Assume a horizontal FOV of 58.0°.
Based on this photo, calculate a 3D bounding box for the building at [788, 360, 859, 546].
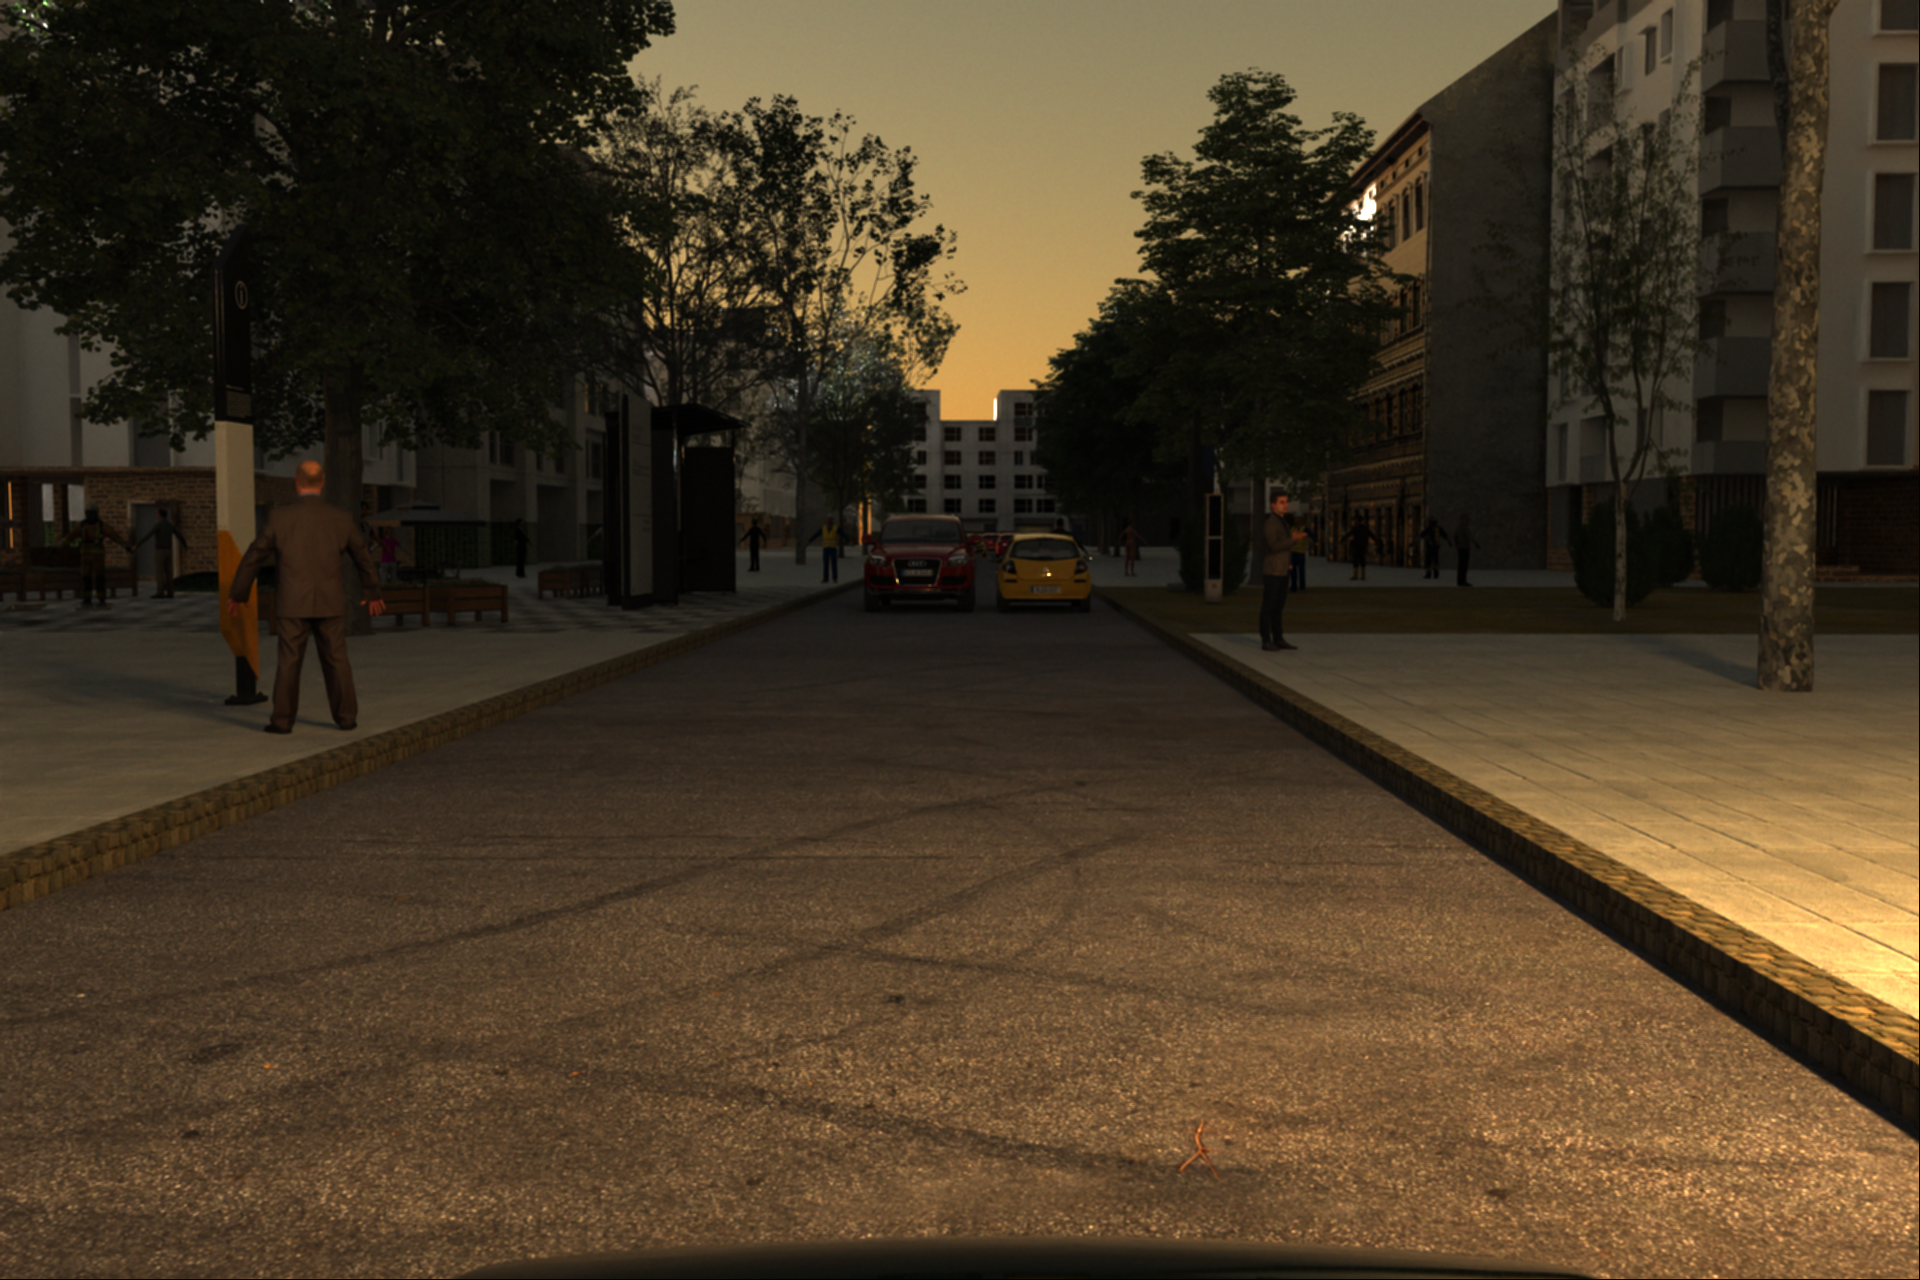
[{"bbox_3d":[-21.409,-22.161,193.253,19.493,23.208,18.063,0,4,2],"label":"building"}]

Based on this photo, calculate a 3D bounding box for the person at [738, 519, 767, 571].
[{"bbox_3d":[-7.120,-3.281,59.830,0.705,1.806,1.347,3,5,39],"label":"person"}]

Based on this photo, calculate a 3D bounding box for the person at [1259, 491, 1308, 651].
[{"bbox_3d":[3.624,-0.762,19.028,0.617,1.759,0.750,-3,5,-45],"label":"person"}]

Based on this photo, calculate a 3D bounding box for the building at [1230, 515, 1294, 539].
[{"bbox_3d":[29.883,-19.186,170.108,16.016,20.090,11.380,0,4,2],"label":"building"}]

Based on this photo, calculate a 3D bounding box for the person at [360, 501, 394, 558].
[{"bbox_3d":[-9.839,-1.369,28.521,0.704,1.843,1.345,1,4,19],"label":"person"}]

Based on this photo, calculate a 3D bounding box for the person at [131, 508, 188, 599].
[{"bbox_3d":[-15.871,-1.724,34.465,0.705,1.796,1.348,2,4,24],"label":"person"}]

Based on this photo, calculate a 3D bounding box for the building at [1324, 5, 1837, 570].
[{"bbox_3d":[26.137,-14.659,70.611,19.493,23.208,18.063,0,4,1],"label":"building"}]

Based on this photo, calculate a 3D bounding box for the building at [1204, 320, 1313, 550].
[{"bbox_3d":[26.536,-18.041,151.386,16.016,20.090,11.380,0,4,2],"label":"building"}]

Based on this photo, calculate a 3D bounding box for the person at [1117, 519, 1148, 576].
[{"bbox_3d":[5.290,-2.845,53.319,0.721,1.733,1.217,-3,5,-44],"label":"person"}]

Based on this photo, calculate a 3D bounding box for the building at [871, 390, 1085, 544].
[{"bbox_3d":[4.719,-21.412,218.995,31.486,18.905,16.747,0,4,-1],"label":"building"}]

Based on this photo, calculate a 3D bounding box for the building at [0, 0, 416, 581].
[{"bbox_3d":[-24.586,-11.748,48.497,16.016,20.090,11.380,0,4,1],"label":"building"}]

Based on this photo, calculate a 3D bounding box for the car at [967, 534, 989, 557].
[{"bbox_3d":[0.795,-5.988,108.130,2.015,1.641,3.980,0,4,1],"label":"car"}]

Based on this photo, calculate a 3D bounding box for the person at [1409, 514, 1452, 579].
[{"bbox_3d":[13.622,-2.703,49.976,1.354,1.856,0.705,-1,4,-14],"label":"person"}]

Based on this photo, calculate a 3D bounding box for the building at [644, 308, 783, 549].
[{"bbox_3d":[-21.582,-17.711,146.002,16.016,20.090,11.380,0,4,2],"label":"building"}]

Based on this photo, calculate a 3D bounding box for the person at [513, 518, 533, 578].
[{"bbox_3d":[-12.816,-2.697,50.820,0.721,1.740,1.216,0,4,8],"label":"person"}]

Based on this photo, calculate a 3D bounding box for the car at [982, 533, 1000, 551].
[{"bbox_3d":[2.238,-6.938,122.480,2.155,1.783,4.494,0,4,1],"label":"car"}]

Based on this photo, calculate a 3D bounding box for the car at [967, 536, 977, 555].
[{"bbox_3d":[-0.108,-4.610,87.951,1.945,1.354,3.894,0,4,1],"label":"car"}]

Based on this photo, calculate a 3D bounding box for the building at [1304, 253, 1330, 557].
[{"bbox_3d":[29.455,-15.912,91.086,19.493,23.208,18.063,0,4,1],"label":"building"}]

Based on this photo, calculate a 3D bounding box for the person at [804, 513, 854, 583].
[{"bbox_3d":[-3.434,-2.431,45.711,1.349,1.833,0.705,0,4,8],"label":"person"}]

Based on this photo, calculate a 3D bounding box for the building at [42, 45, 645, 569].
[{"bbox_3d":[-25.804,-12.988,78.806,16.747,18.905,31.486,0,4,1],"label":"building"}]

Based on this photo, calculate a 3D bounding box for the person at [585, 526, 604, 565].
[{"bbox_3d":[-10.427,-2.780,51.313,1.347,1.847,0.705,0,4,-5],"label":"person"}]

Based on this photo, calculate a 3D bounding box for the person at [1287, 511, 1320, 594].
[{"bbox_3d":[7.261,-1.894,37.434,1.216,1.772,0.721,3,5,44],"label":"person"}]

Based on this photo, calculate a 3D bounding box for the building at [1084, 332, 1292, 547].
[{"bbox_3d":[27.653,-21.254,191.484,27.936,21.610,32.646,0,4,2],"label":"building"}]

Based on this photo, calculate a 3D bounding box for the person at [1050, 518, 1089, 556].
[{"bbox_3d":[2.401,-2.012,41.488,1.346,1.812,0.704,1,4,14],"label":"person"}]

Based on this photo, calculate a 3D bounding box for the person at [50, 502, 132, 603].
[{"bbox_3d":[-15.668,-1.561,31.286,1.354,1.858,0.705,-1,4,-14],"label":"person"}]

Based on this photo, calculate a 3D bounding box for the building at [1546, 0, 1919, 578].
[{"bbox_3d":[25.622,-12.364,58.577,16.016,20.090,11.380,0,4,1],"label":"building"}]

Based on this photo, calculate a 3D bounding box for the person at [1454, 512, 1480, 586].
[{"bbox_3d":[12.429,-2.233,42.631,0.705,1.813,1.348,0,4,-7],"label":"person"}]

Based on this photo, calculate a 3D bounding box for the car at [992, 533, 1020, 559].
[{"bbox_3d":[2.900,-5.467,98.433,2.155,1.783,4.494,0,4,1],"label":"car"}]

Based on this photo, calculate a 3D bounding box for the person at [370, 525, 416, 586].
[{"bbox_3d":[-10.095,-1.303,30.568,0.991,1.433,0.599,-2,4,-32],"label":"person"}]

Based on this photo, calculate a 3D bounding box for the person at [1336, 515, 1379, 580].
[{"bbox_3d":[11.185,-2.595,48.565,1.346,1.812,0.704,-1,4,-17],"label":"person"}]

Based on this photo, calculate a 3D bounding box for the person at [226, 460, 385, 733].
[{"bbox_3d":[-4.260,-0.286,11.278,0.990,1.755,0.434,-2,4,-31],"label":"person"}]

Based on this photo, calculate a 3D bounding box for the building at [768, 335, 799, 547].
[{"bbox_3d":[-21.749,-18.937,166.044,16.016,20.090,11.380,0,4,1],"label":"building"}]
